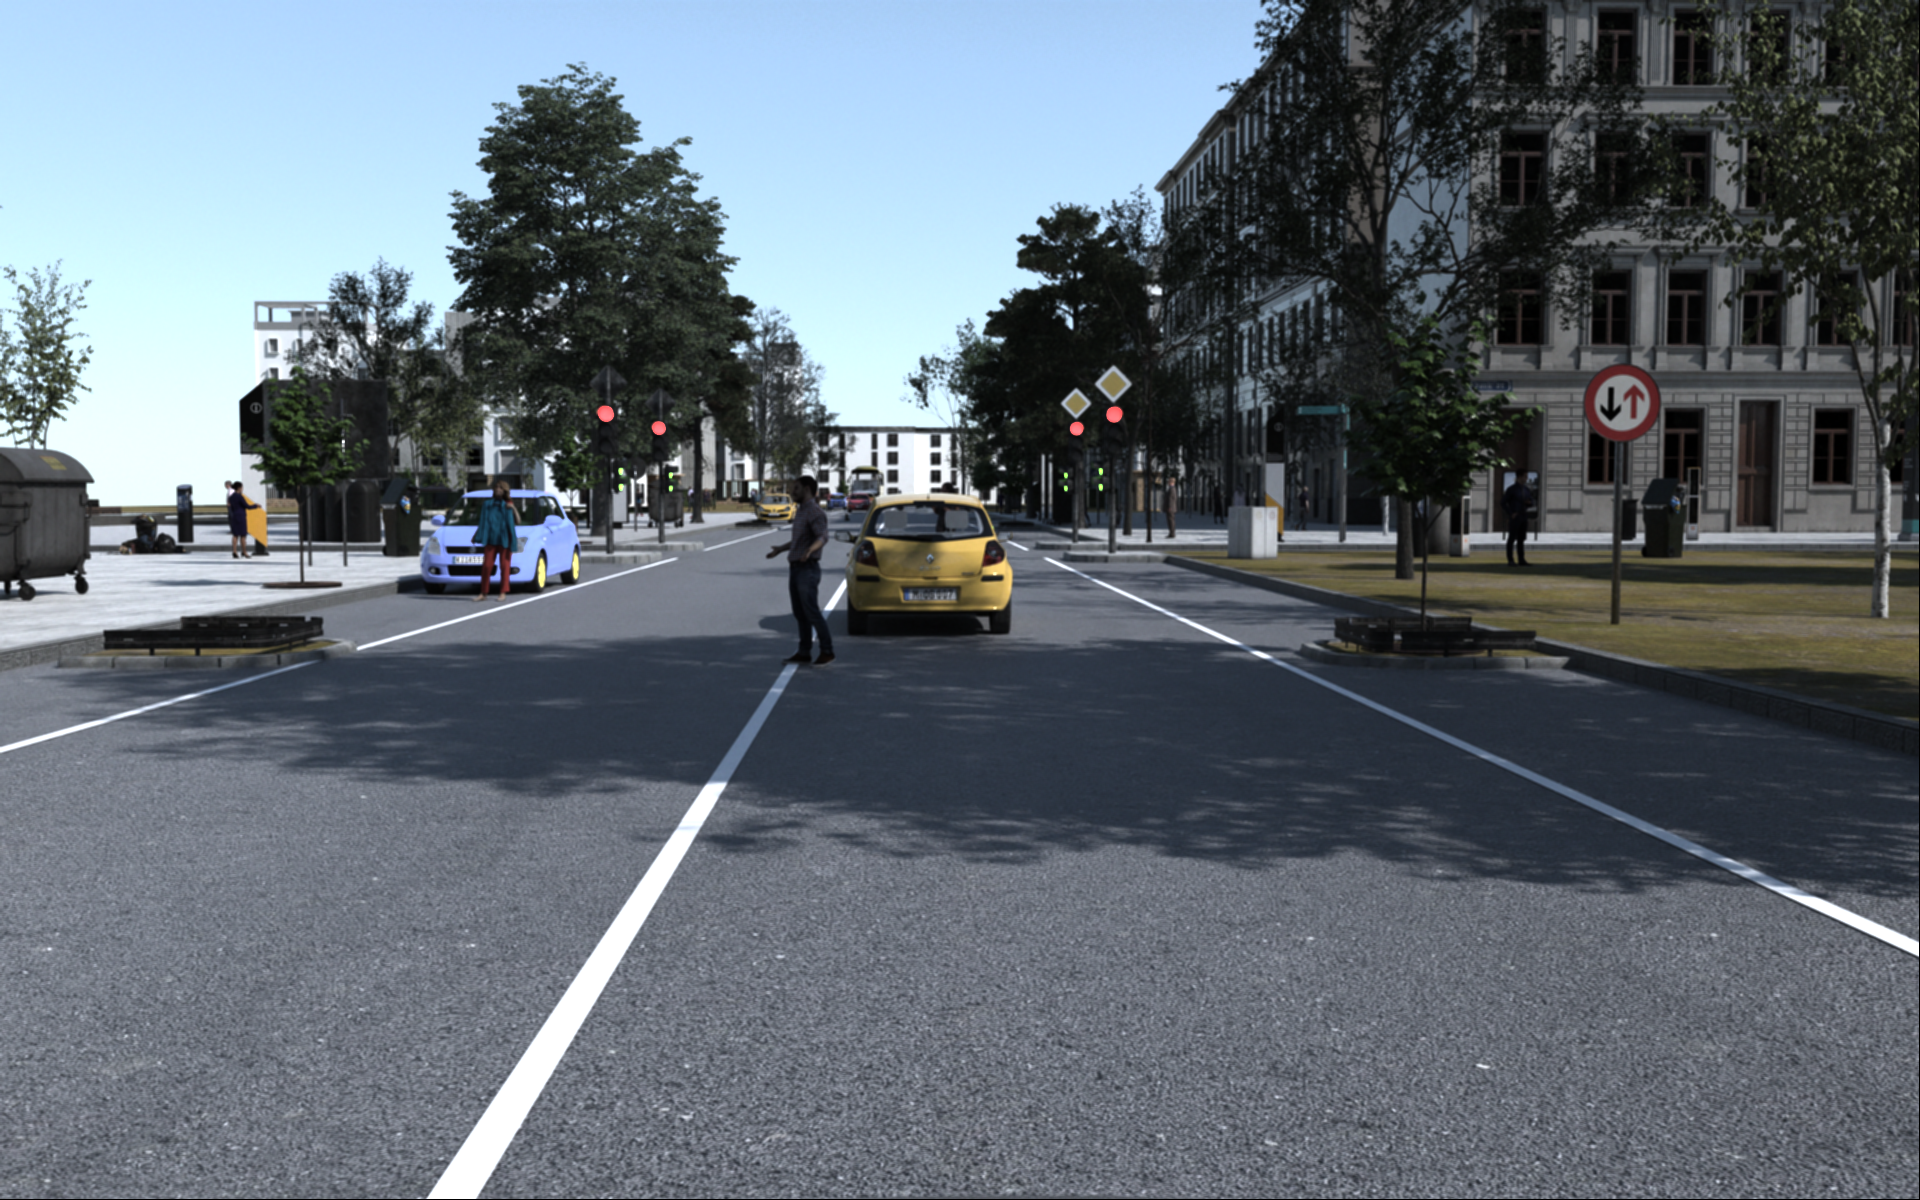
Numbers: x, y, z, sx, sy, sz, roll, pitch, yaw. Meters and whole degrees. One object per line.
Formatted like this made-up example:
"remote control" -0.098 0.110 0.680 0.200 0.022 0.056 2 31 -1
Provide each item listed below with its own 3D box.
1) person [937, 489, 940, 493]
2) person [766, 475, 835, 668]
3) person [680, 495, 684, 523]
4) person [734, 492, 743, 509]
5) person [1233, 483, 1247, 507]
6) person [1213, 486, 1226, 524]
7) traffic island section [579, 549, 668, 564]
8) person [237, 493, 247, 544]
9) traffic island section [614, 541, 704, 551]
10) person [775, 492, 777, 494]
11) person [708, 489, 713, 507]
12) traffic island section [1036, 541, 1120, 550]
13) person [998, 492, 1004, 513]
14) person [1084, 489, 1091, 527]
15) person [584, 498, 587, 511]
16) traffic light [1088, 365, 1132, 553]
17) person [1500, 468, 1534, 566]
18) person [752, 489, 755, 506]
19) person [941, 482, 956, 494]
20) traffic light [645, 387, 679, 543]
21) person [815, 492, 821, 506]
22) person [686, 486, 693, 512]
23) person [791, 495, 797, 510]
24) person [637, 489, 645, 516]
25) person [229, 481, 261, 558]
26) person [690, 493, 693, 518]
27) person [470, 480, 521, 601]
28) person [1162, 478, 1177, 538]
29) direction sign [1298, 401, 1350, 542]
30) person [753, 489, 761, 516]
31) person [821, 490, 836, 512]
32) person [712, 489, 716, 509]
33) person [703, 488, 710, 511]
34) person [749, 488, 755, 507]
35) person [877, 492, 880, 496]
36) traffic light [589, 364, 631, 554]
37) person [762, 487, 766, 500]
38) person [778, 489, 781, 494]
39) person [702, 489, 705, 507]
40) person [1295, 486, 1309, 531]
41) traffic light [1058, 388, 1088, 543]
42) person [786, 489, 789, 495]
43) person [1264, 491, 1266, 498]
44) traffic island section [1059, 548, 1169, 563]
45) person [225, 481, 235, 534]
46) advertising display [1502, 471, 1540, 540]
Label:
"person" -1.642 -7.326 128.417 0.705 1.807 1.348 2 4 23
"person" -1.299 -0.241 14.401 0.435 1.587 0.963 -2 4 -28
"person" -12.614 -4.285 78.172 0.319 1.574 0.516 0 4 -4
"person" -19.470 -8.723 151.853 0.799 1.438 0.628 -1 4 -20
"person" 11.205 -3.829 69.314 0.551 1.740 0.621 0 4 -7
"person" 11.186 -4.104 74.614 0.593 1.643 0.415 1 4 15
"traffic island section" -7.523 -0.908 37.127 2.009 0.180 2.903 0 4 -2
"person" -18.385 -2.197 44.166 0.569 1.553 0.471 2 4 34
"traffic island section" -7.789 -1.396 45.108 2.009 0.180 2.903 0 4 -2
"person" -21.354 -11.707 200.632 1.217 1.735 0.721 0 4 5
"person" -23.975 -9.712 165.381 0.990 1.755 0.434 -3 5 -42
"traffic island section" 3.047 -1.418 45.463 2.009 0.180 2.903 0 4 -2
"person" 2.706 -6.455 113.959 0.453 1.535 0.546 0 4 -7
"person" 4.912 -3.659 68.404 0.613 1.512 0.480 1 4 23
"person" -19.714 -5.082 91.821 0.574 1.496 0.600 2 4 29
"traffic light" 3.272 -2.943 37.368 0.839 4.213 0.868 0 4 -2
"person" 9.982 -1.473 30.824 0.576 1.737 0.504 -3 4 -37
"person" -21.204 -10.573 179.439 0.750 1.759 0.617 3 5 42
"person" -0.306 -1.284 30.964 0.593 1.643 0.415 -2 4 -23
"traffic light" -7.749 -3.409 44.976 0.839 4.213 0.868 0 4 -2
"person" -6.533 -4.140 78.459 0.482 1.546 0.388 2 4 25
"person" -19.786 -7.391 126.762 0.599 1.838 0.709 3 5 39
"person" -15.939 -9.922 169.054 1.217 1.735 0.721 2 4 24
"person" -18.757 -5.721 101.445 0.647 1.594 0.662 0 4 3
"person" -14.332 -1.605 34.647 0.453 1.535 0.546 1 4 14
"person" -14.094 -5.145 92.026 0.647 1.594 0.662 1 4 20
"person" -6.209 -0.795 23.198 0.593 1.614 0.444 2 4 25
"person" 6.128 -2.695 50.659 0.434 1.755 0.990 1 4 12
"direction sign" 9.832 -3.551 46.828 1.411 3.948 2.525 1 4 17
"person" -11.571 -5.549 98.973 0.499 1.552 0.429 0 4 -2
"person" -10.673 -8.033 140.560 1.217 1.743 0.721 -1 4 -17
"person" -20.726 -8.467 145.300 0.721 1.723 1.217 -1 4 -10
"person" -19.100 -7.547 130.357 0.541 1.710 0.530 0 4 -6
"person" -22.050 -11.023 186.135 0.709 1.838 0.599 2 4 28
"person" -5.696 -6.729 120.473 0.435 1.587 0.963 0 4 4
"traffic light" -7.483 -2.921 36.995 0.839 4.213 0.868 0 4 -2
"person" -14.374 -7.393 126.994 0.705 1.814 1.350 1 4 13
"person" -18.524 -10.503 177.773 0.705 1.823 1.348 -1 4 -9
"person" -24.963 -9.914 168.859 1.217 1.743 0.721 -1 4 -16
"person" 11.826 -3.156 59.859 0.471 1.553 0.569 1 4 11
"traffic light" 3.006 -3.431 45.349 0.839 4.213 0.868 0 4 -2
"person" -17.071 -10.022 170.429 0.721 1.766 1.217 0 4 2
"person" 14.099 -4.230 78.444 0.697 1.427 0.421 -1 4 -16
"traffic island section" 3.312 -0.930 37.482 2.009 0.180 2.903 0 4 -2
"person" -23.271 -2.949 55.191 0.436 1.711 0.756 0 4 -1
"advertising display" 15.558 -2.622 48.081 0.974 1.923 0.123 2 4 25
